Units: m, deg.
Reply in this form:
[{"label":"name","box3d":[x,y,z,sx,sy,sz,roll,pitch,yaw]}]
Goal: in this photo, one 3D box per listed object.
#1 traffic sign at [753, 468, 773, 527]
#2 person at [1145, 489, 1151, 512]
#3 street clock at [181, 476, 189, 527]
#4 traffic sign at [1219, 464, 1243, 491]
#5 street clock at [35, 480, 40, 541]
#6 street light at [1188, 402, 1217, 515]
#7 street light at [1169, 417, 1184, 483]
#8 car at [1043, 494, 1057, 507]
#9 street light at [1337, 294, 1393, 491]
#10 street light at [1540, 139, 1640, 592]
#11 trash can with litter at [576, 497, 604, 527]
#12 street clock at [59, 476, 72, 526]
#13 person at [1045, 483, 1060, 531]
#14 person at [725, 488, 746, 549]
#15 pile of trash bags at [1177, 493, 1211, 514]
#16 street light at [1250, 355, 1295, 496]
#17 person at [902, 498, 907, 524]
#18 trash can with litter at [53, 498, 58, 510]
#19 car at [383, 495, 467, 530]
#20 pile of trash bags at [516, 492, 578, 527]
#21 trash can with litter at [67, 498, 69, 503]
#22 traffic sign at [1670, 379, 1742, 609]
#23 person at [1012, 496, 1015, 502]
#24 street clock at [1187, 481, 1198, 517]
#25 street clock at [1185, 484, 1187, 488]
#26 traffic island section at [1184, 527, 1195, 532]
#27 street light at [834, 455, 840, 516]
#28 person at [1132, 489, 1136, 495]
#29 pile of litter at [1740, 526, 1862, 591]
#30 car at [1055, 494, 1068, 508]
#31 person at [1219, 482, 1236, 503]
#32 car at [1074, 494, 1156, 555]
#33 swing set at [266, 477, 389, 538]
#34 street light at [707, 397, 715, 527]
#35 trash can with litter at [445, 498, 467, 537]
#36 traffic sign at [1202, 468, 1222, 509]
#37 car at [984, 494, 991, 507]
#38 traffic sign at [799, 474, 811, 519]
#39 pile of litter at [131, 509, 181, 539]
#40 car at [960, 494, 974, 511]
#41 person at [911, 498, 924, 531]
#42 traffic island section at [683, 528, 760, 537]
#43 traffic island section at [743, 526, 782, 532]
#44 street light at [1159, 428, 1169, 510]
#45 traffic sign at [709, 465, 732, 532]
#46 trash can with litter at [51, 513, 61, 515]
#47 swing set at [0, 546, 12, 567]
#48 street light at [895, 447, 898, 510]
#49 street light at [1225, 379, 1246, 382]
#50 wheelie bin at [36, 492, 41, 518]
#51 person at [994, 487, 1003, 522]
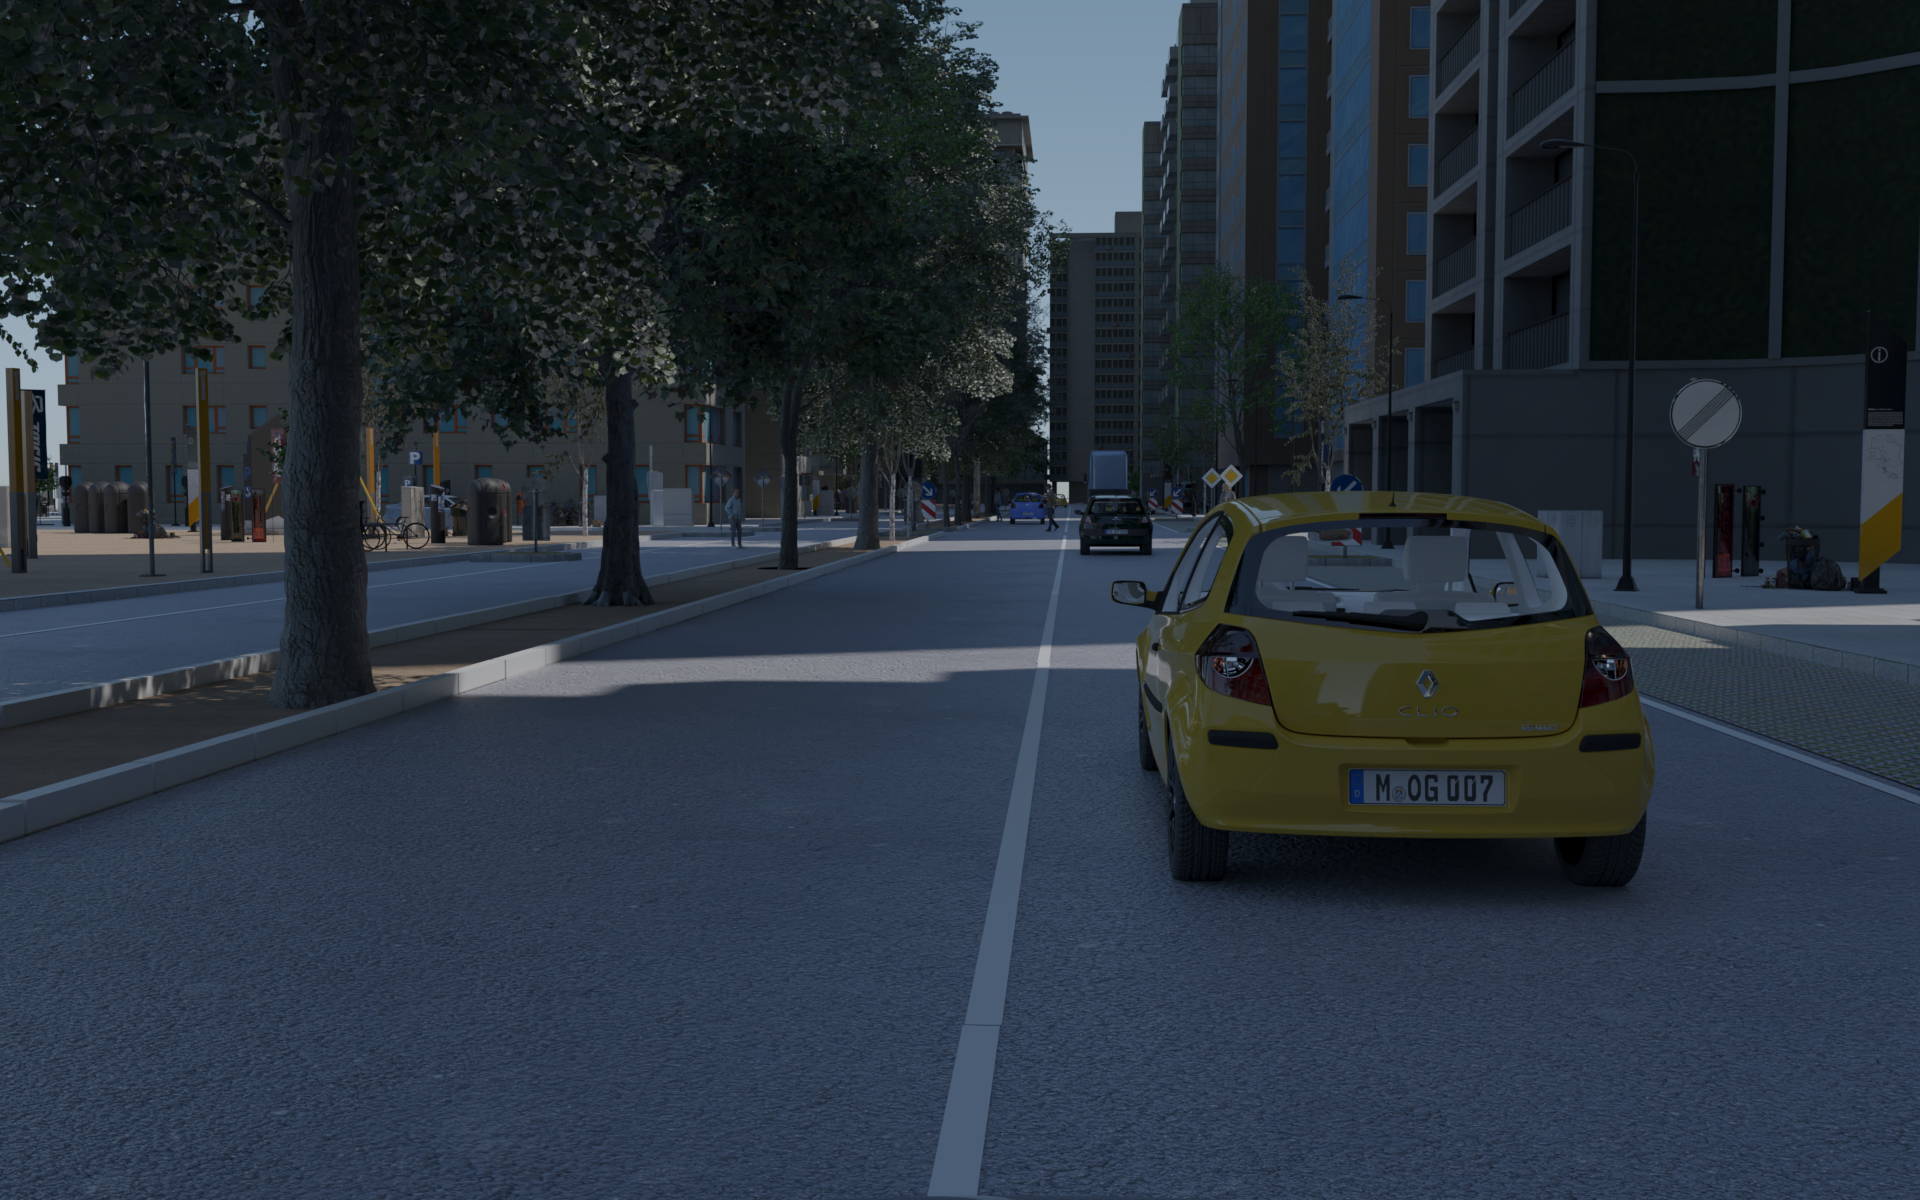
[{"label":"traffic sign","box3d":[-7.631,-3.876,67.022,0.795,2.450,0.064,0,4,4]},{"label":"person","box3d":[14.623,-7.688,134.113,0.656,1.842,0.836,0,4,0]},{"label":"street clock","box3d":[-30.490,-3.903,68.377,0.358,2.002,0.471,0,4,6]},{"label":"traffic sign","box3d":[9.059,-3.320,57.921,0.795,2.450,0.064,0,4,4]},{"label":"street clock","box3d":[-25.033,-2.577,46.696,0.471,2.002,0.358,0,4,-6]},{"label":"street light","box3d":[12.364,-7.014,87.217,1.470,5.913,1.316,0,4,4]},{"label":"street light","box3d":[13.541,-8.075,104.573,1.470,5.913,1.316,0,4,4]},{"label":"car","box3d":[9.723,-11.027,189.329,2.155,1.783,4.494,0,4,4]},{"label":"street light","box3d":[9.476,-4.151,40.413,1.470,5.913,1.316,0,4,4]},{"label":"street light","box3d":[8.293,-3.075,22.812,1.470,5.913,1.316,0,4,4]},{"label":"trash can with litter","box3d":[-14.359,-3.419,67.284,1.055,1.170,0.624,1,4,9]},{"label":"street clock","box3d":[-35.388,-3.914,68.569,0.358,2.002,0.471,1,4,11]},{"label":"person","box3d":[3.513,-3.570,66.773,0.836,1.842,0.656,-3,5,-44]},{"label":"person","box3d":[-5.847,-2.126,45.066,0.330,1.601,0.589,3,5,42]},{"label":"pile of trash bags","box3d":[15.026,-6.282,112.470,1.912,1.369,3.447,-1,4,-22]},{"label":"street light","box3d":[10.557,-5.213,57.775,1.470,5.913,1.316,0,4,4]},{"label":"person","box3d":[-2.472,-4.512,82.470,0.583,1.804,0.606,-1,4,-9]},{"label":"trash can with litter","box3d":[-67.458,-7.199,129.083,1.055,1.170,0.624,-3,4,-37]},{"label":"car","box3d":[-18.994,-3.186,64.091,4.499,1.417,2.014,0,4,3]},{"label":"pile of trash bags","box3d":[-16.745,-3.658,69.566,3.447,1.369,1.912,3,5,41]},{"label":"trash can with litter","box3d":[-48.811,-5.135,95.351,0.624,1.170,1.055,-1,4,-13]},{"label":"traffic sign","box3d":[8.266,-1.173,19.287,0.768,2.556,0.104,0,4,6]},{"label":"person","box3d":[3.251,-5.676,105.586,0.425,1.301,0.394,-2,4,-30]},{"label":"street clock","box3d":[13.277,-5.722,98.122,0.358,2.002,0.471,2,4,26]},{"label":"street clock","box3d":[16.030,-7.168,121.773,0.358,2.002,0.471,3,5,44]},{"label":"traffic island section","box3d":[9.600,-2.672,65.965,2.009,0.180,2.903,0,4,4]},{"label":"street light","box3d":[-6.758,-7.938,102.322,1.470,5.913,1.316,0,4,4]},{"label":"person","box3d":[13.909,-7.929,137.981,0.795,1.843,0.661,3,5,40]},{"label":"pile of litter","box3d":[11.515,-0.584,23.506,1.176,0.858,1.719,-1,4,-22]},{"label":"car","box3d":[10.442,-10.574,183.111,2.015,1.641,3.980,0,4,5]},{"label":"person","box3d":[8.421,-2.810,54.629,0.537,1.800,0.526,2,4,32]},{"label":"car","box3d":[3.772,-1.972,42.036,2.009,1.686,4.222,0,4,4]},{"label":"swing set","box3d":[-18.329,-3.194,49.845,2.862,2.851,3.119,0,4,2]},{"label":"street light","box3d":[-9.111,-5.773,66.936,1.470,5.913,1.316,0,4,4]},{"label":"trash can with litter","box3d":[-15.362,-2.505,52.346,1.055,1.170,0.624,0,4,-4]},{"label":"traffic sign","box3d":[9.576,-3.807,65.890,0.795,2.450,0.064,0,4,4]},{"label":"car","box3d":[3.610,-11.120,191.593,2.009,1.686,4.222,0,4,3]},{"label":"traffic sign","box3d":[-7.976,-5.310,88.941,0.606,2.300,0.079,0,4,6]},{"label":"pile of litter","box3d":[-23.329,-2.210,50.095,1.719,0.858,1.176,2,4,30]},{"label":"car","box3d":[0.674,-8.441,147.793,2.009,1.686,4.222,0,4,2]},{"label":"person","box3d":[-1.662,-3.389,64.395,0.515,1.767,0.782,-1,4,-20]},{"label":"traffic island section","box3d":[-8.172,-2.253,59.117,2.009,0.180,2.903,0,4,4]},{"label":"traffic island section","box3d":[-7.655,-2.740,67.086,2.009,0.180,2.903,0,4,4]},{"label":"street light","box3d":[14.665,-9.137,121.932,1.470,5.913,1.316,0,4,4]},{"label":"traffic sign","box3d":[-8.148,-3.389,59.054,0.795,2.450,0.064,0,4,4]},{"label":"trash can with litter","box3d":[-54.654,-5.789,105.704,2.233,1.210,1.678,0,4,-7]},{"label":"swing set","box3d":[-17.458,-1.889,28.510,2.862,2.851,3.119,-1,4,-23]},{"label":"street light","box3d":[-4.486,-10.072,137.223,1.470,5.913,1.316,0,4,4]},{"label":"street light","box3d":[11.380,-5.952,69.849,1.470,5.913,1.316,0,4,4]},{"label":"wheelie bin","box3d":[-51.617,-5.422,96.551,0.980,1.594,0.693,0,4,-3]},{"label":"person","box3d":[2.006,-5.001,90.527,0.793,1.790,0.793,-3,4,-38]}]
